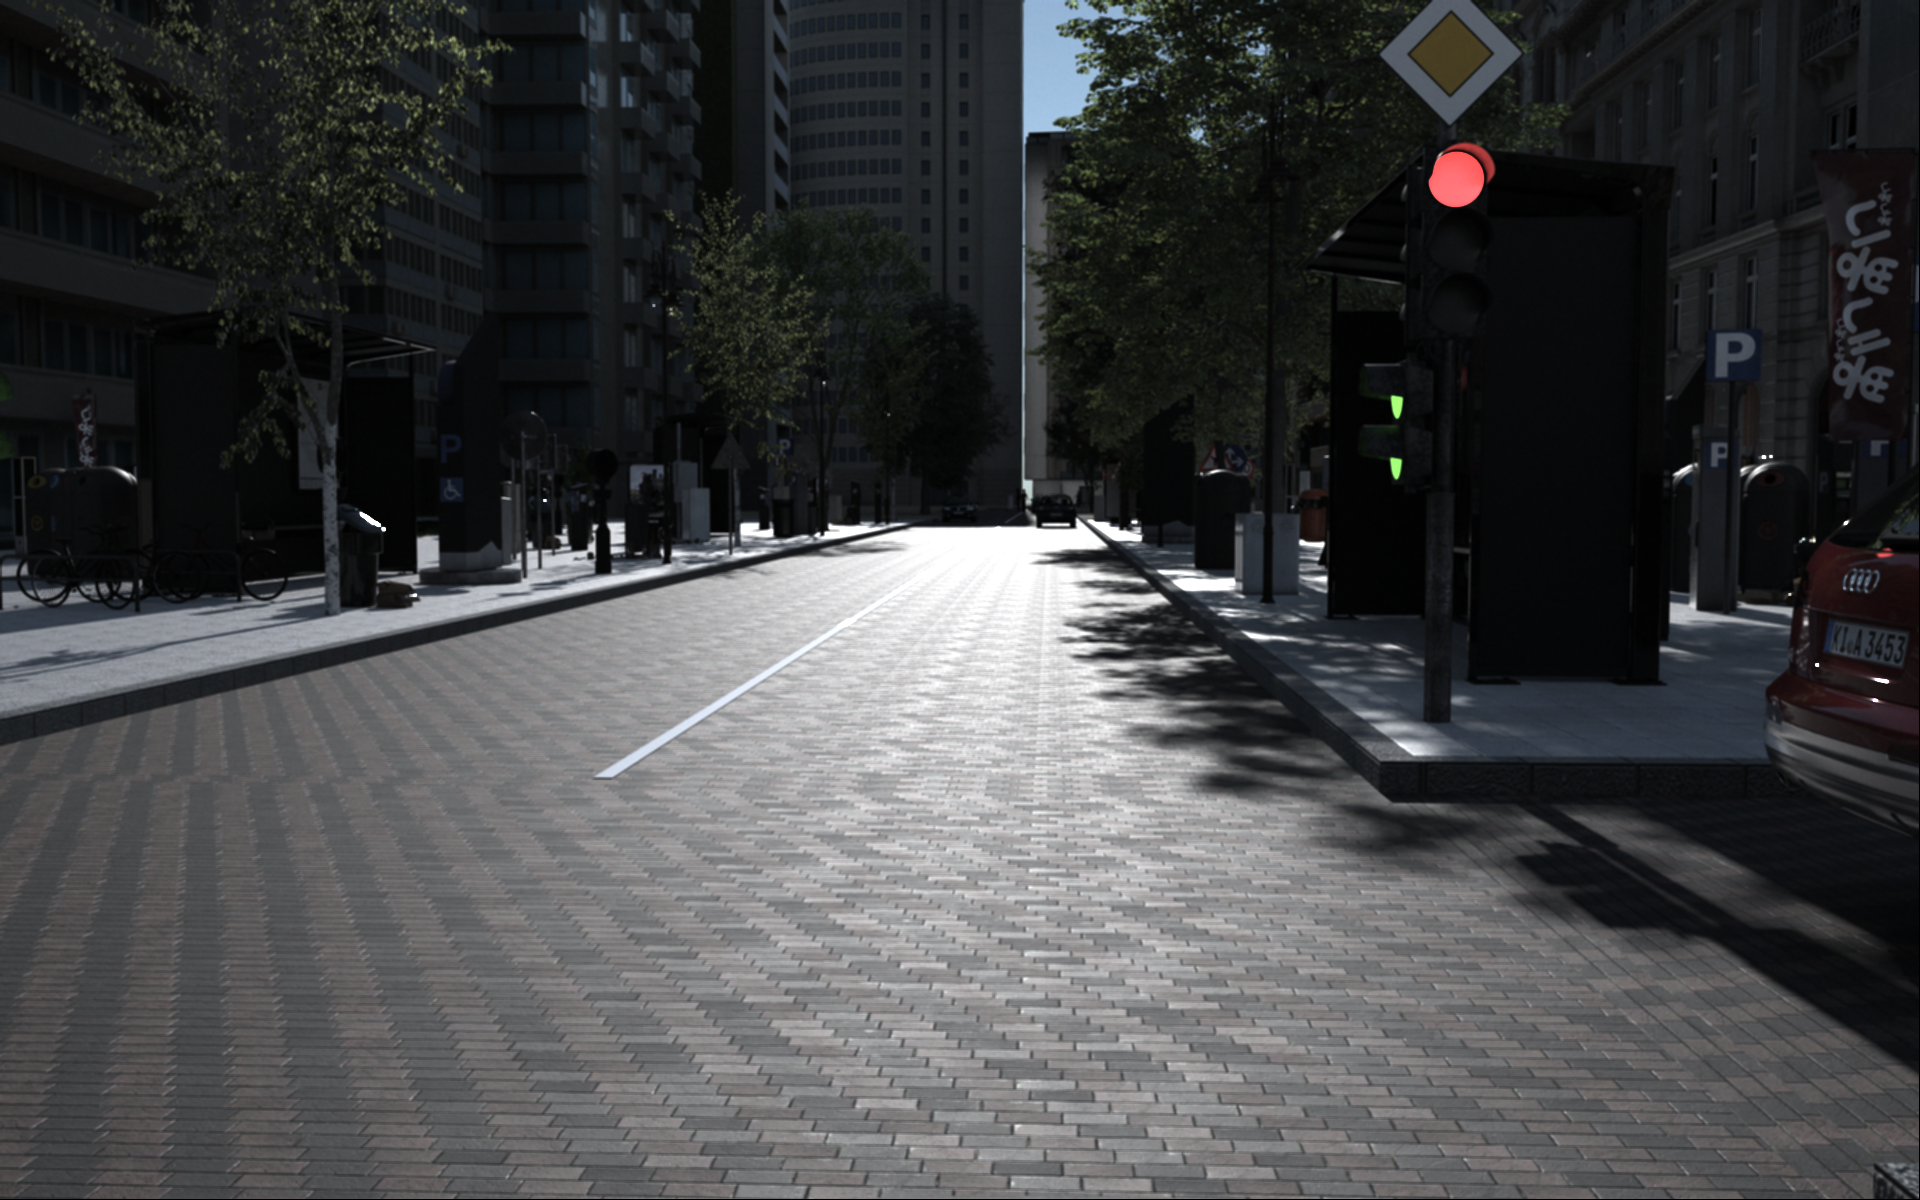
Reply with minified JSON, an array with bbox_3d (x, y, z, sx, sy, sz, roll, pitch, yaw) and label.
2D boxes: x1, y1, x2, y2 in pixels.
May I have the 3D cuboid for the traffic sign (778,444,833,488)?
[{"bbox_3d":[-6.347,-4.712,70.911,2.265,3.308,0.079,0,4,4],"label":"traffic sign"}]

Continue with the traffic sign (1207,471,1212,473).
[{"bbox_3d":[10.228,-4.203,69.900,0.795,2.450,0.064,0,4,4],"label":"traffic sign"}]

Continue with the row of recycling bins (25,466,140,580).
[{"bbox_3d":[-13.516,-1.200,26.732,1.069,1.692,3.534,-3,5,-41],"label":"row of recycling bins"}]

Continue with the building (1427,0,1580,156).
[{"bbox_3d":[27.800,-17.378,71.517,14.401,28.519,23.554,0,4,3],"label":"building"}]

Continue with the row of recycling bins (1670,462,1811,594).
[{"bbox_3d":[10.065,-0.940,22.487,3.534,1.692,1.069,2,4,29],"label":"row of recycling bins"}]

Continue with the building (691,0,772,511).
[{"bbox_3d":[-28.036,-36.400,137.133,28.212,58.520,21.231,0,4,3],"label":"building"}]

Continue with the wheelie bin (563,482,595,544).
[{"bbox_3d":[-9.848,-2.255,44.776,0.693,1.594,0.980,0,4,2],"label":"wheelie bin"}]

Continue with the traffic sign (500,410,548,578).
[{"bbox_3d":[-6.667,-1.610,26.428,0.768,2.556,0.104,0,4,7],"label":"traffic sign"}]

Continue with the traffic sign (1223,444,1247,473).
[{"bbox_3d":[6.960,-2.707,44.357,0.768,2.556,0.104,0,4,7],"label":"traffic sign"}]

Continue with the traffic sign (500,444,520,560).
[{"bbox_3d":[-8.699,-2.057,33.739,0.768,2.556,0.104,1,4,9],"label":"traffic sign"}]

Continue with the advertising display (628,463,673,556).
[{"bbox_3d":[-6.427,-1.883,35.999,0.974,1.923,0.123,1,4,16],"label":"advertising display"}]

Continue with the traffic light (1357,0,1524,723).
[{"bbox_3d":[2.673,-1.268,9.658,0.839,4.253,0.868,0,4,3],"label":"traffic light"}]

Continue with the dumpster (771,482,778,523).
[{"bbox_3d":[-7.595,-4.300,76.068,1.264,1.857,1.865,0,4,3],"label":"dumpster"}]

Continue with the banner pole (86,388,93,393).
[{"bbox_3d":[-20.450,-3.096,40.631,0.401,3.779,0.863,0,4,-8],"label":"banner pole"}]

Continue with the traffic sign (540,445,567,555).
[{"bbox_3d":[-8.479,-2.077,36.082,0.606,2.300,0.079,0,4,4],"label":"traffic sign"}]

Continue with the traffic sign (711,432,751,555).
[{"bbox_3d":[-4.827,-2.226,36.392,0.884,2.594,0.081,1,4,13],"label":"traffic sign"}]

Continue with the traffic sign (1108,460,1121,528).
[{"bbox_3d":[6.058,-4.016,65.663,0.884,2.594,0.081,1,4,10],"label":"traffic sign"}]

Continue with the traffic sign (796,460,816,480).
[{"bbox_3d":[-5.785,-3.981,65.194,0.768,2.556,0.104,0,4,5],"label":"traffic sign"}]

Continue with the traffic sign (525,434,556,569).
[{"bbox_3d":[-7.223,-1.688,29.733,0.606,2.300,0.079,1,4,12],"label":"traffic sign"}]

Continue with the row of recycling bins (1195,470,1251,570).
[{"bbox_3d":[4.722,-1.466,31.082,1.069,1.692,3.534,1,4,9],"label":"row of recycling bins"}]

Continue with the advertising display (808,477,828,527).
[{"bbox_3d":[-5.693,-3.785,67.106,0.974,1.923,0.123,0,4,1],"label":"advertising display"}]

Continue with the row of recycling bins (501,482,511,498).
[{"bbox_3d":[-15.903,-3.125,58.203,3.534,1.692,1.069,3,5,44],"label":"row of recycling bins"}]

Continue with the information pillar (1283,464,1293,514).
[{"bbox_3d":[7.827,-2.286,41.872,0.304,2.012,0.304,3,4,38],"label":"information pillar"}]

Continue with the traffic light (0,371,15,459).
[{"bbox_3d":[-6.027,-1.295,10.097,0.839,4.253,0.868,0,4,3],"label":"traffic light"}]

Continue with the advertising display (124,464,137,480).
[{"bbox_3d":[-18.484,-2.062,38.926,0.974,1.923,0.123,3,5,39],"label":"advertising display"}]

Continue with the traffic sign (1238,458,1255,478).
[{"bbox_3d":[9.794,-3.652,59.822,0.768,2.556,0.104,0,4,7],"label":"traffic sign"}]

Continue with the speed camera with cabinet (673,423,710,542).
[{"bbox_3d":[-7.354,-3.248,47.442,0.660,3.252,2.038,-1,4,-21],"label":"speed camera with cabinet"}]

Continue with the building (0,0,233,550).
[{"bbox_3d":[-31.607,-25.319,37.667,21.300,48.544,21.600,0,4,3],"label":"building"}]

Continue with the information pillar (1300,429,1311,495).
[{"bbox_3d":[12.320,-4.316,61.918,0.183,3.616,0.504,-2,4,-29],"label":"information pillar"}]

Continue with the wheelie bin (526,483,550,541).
[{"bbox_3d":[-11.734,-2.458,48.094,0.693,1.594,0.980,-1,4,-13],"label":"wheelie bin"}]

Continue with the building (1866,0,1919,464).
[{"bbox_3d":[33.358,-12.779,28.008,30.058,24.678,14.314,0,4,3],"label":"building"}]

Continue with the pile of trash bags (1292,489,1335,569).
[{"bbox_3d":[7.186,-1.287,30.796,3.447,1.369,1.912,-3,5,-41],"label":"pile of trash bags"}]

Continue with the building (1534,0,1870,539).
[{"bbox_3d":[25.870,-12.613,48.028,13.314,21.916,24.055,0,4,3],"label":"building"}]

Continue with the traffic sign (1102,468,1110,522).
[{"bbox_3d":[6.795,-4.776,78.193,0.768,2.556,0.104,0,4,6],"label":"traffic sign"}]

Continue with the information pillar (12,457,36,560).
[{"bbox_3d":[-18.365,-1.807,34.037,0.304,2.012,0.304,2,4,28],"label":"information pillar"}]

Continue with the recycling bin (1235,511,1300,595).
[{"bbox_3d":[3.962,-0.600,22.369,0.722,1.027,0.722,0,4,0],"label":"recycling bin"}]

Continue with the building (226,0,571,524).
[{"bbox_3d":[-33.290,-23.104,69.627,32.217,40.220,23.993,0,4,3],"label":"building"}]

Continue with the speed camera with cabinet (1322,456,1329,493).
[{"bbox_3d":[9.361,-2.890,41.587,0.660,3.252,2.038,-1,4,-11],"label":"speed camera with cabinet"}]

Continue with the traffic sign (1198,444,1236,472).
[{"bbox_3d":[6.052,-2.499,40.859,0.884,2.594,0.081,0,4,7],"label":"traffic sign"}]

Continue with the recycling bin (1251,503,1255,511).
[{"bbox_3d":[7.918,-2.256,49.433,0.722,1.027,0.722,-2,4,-29],"label":"recycling bin"}]
